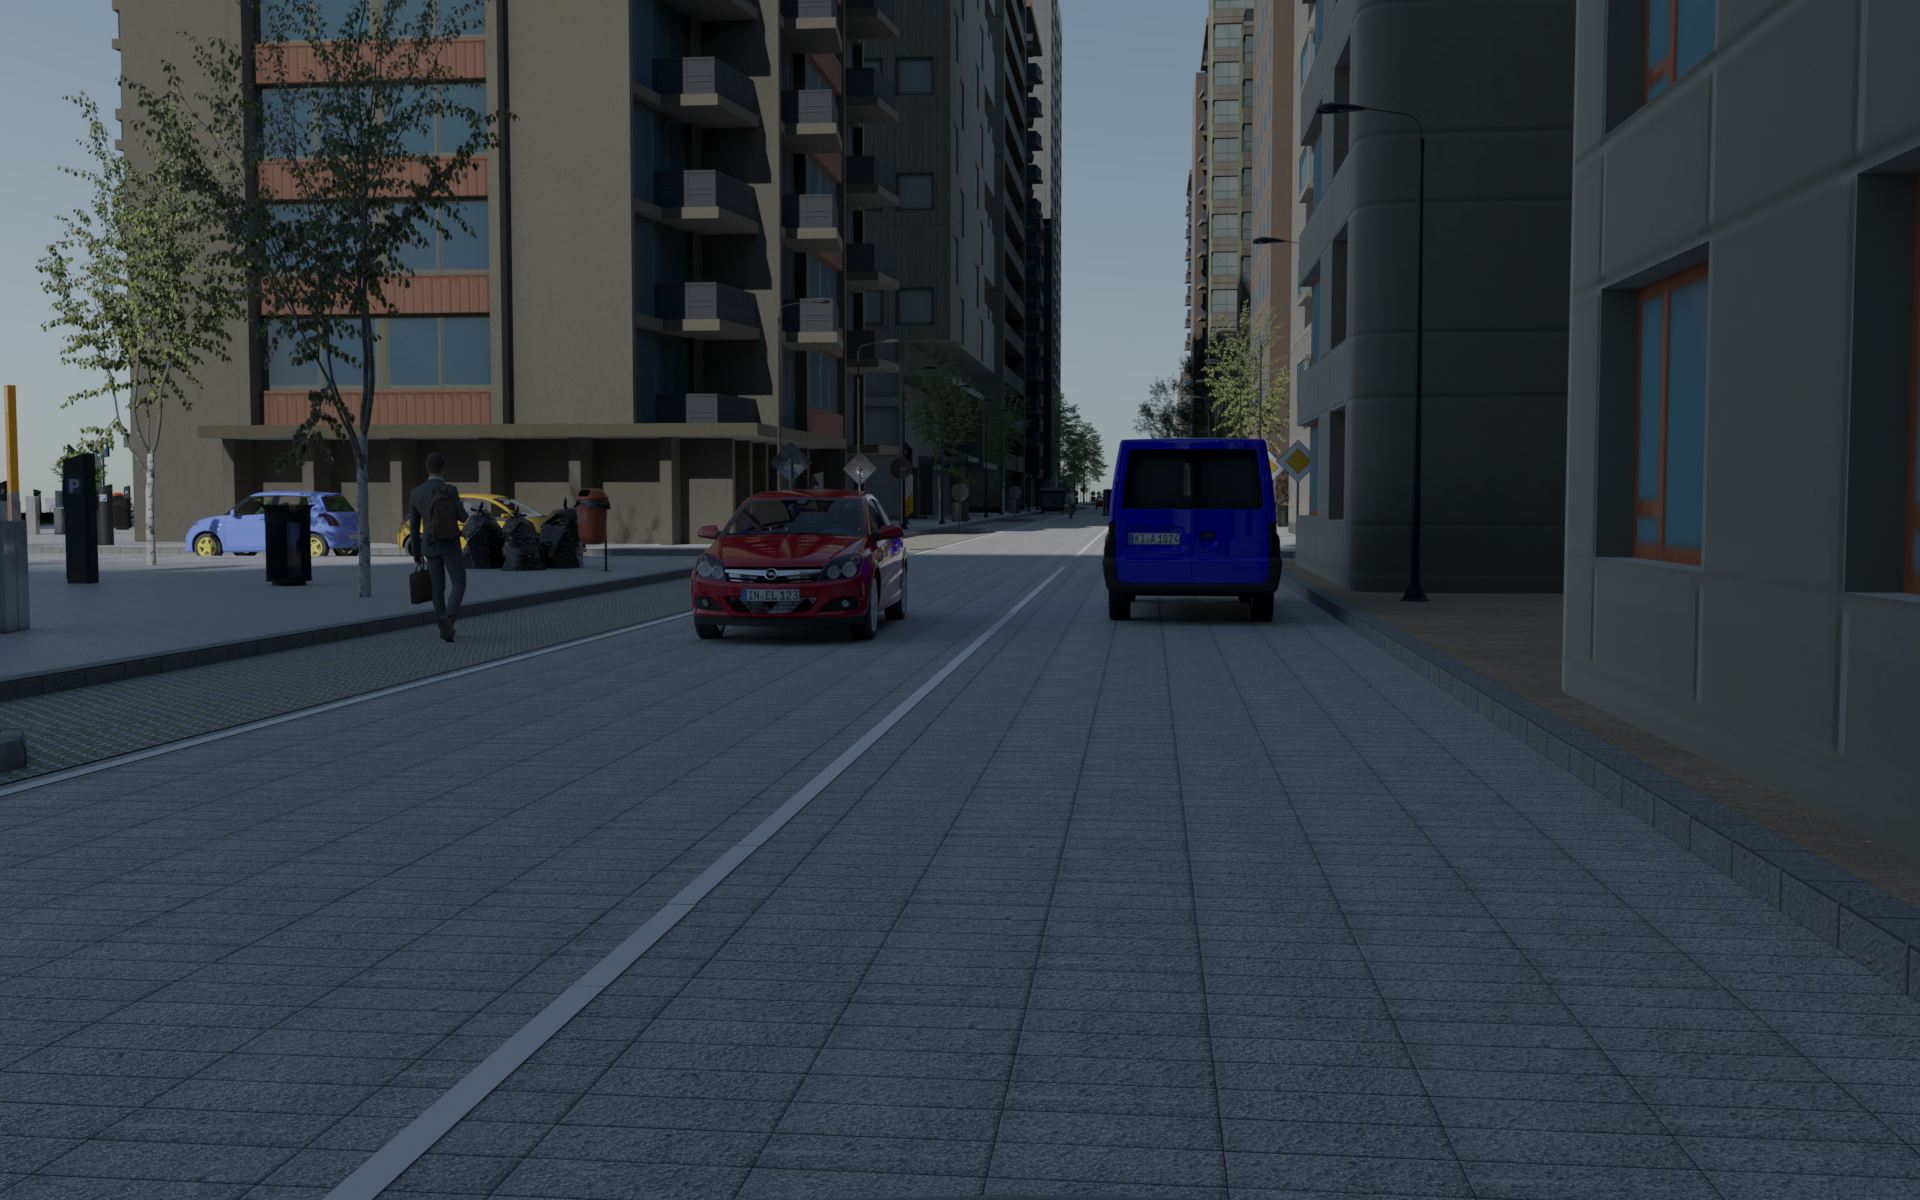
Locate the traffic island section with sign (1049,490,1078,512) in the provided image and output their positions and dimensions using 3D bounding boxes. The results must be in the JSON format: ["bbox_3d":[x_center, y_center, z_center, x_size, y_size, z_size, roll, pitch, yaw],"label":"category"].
[{"bbox_3d":[8.243,-8.016,139.697,1.989,1.847,2.006,0,4,6],"label":"traffic island section with sign"}]

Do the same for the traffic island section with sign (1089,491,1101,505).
[{"bbox_3d":[17.163,-13.069,222.300,1.989,1.847,2.006,0,4,6],"label":"traffic island section with sign"}]

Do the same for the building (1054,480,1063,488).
[{"bbox_3d":[-3.671,-31.898,213.415,32.217,40.220,23.993,0,4,6],"label":"building"}]

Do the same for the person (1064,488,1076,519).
[{"bbox_3d":[6.372,-5.610,100.706,0.782,1.767,0.515,-3,4,-37],"label":"person"}]

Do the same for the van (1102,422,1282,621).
[{"bbox_3d":[2.815,-1.032,21.256,2.240,2.365,5.245,0,4,7],"label":"van"}]

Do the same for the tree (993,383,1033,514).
[{"bbox_3d":[2.606,-9.932,112.756,4.737,8.622,4.395,0,3,0],"label":"tree"}]

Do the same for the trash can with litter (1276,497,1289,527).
[{"bbox_3d":[12.395,-3.437,67.584,1.055,1.170,0.624,0,4,2],"label":"trash can with litter"}]

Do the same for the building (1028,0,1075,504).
[{"bbox_3d":[6.659,-49.924,254.510,20.563,71.187,20.611,0,4,6],"label":"building"}]

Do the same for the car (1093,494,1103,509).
[{"bbox_3d":[14.019,-9.716,167.892,2.155,1.783,4.494,0,4,5],"label":"car"}]

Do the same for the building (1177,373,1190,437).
[{"bbox_3d":[46.426,-25.227,257.502,27.650,21.520,28.899,0,4,6],"label":"building"}]

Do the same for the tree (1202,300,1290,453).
[{"bbox_3d":[11.155,-7.114,66.682,4.737,8.622,4.395,0,3,0],"label":"tree"}]

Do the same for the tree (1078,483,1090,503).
[{"bbox_3d":[18.913,-16.391,262.596,1.663,3.219,1.824,0,3,0],"label":"tree"}]

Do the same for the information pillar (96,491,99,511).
[{"bbox_3d":[-44.160,-5.135,88.443,0.304,2.012,0.304,1,4,11],"label":"information pillar"}]

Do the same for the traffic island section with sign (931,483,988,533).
[{"bbox_3d":[0.013,-3.355,63.480,1.989,1.847,2.006,0,4,6],"label":"traffic island section with sign"}]

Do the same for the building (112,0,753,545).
[{"bbox_3d":[-13.996,-24.562,56.207,22.147,44.769,28.867,0,4,6],"label":"building"}]

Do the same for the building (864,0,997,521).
[{"bbox_3d":[-12.380,-30.978,95.726,28.713,52.752,27.495,0,4,6],"label":"building"}]

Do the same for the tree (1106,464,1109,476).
[{"bbox_3d":[19.700,-21.647,272.049,7.486,12.596,7.792,0,3,0],"label":"tree"}]

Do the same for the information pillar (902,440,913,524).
[{"bbox_3d":[-2.220,-5.002,73.131,0.504,3.616,0.183,3,4,38],"label":"information pillar"}]

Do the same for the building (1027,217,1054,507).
[{"bbox_3d":[2.100,-24.660,174.898,14.160,30.474,14.107,0,4,6],"label":"building"}]

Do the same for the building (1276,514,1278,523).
[{"bbox_3d":[21.001,-26.306,80.218,14.600,45.320,14.200,0,4,6],"label":"building"}]

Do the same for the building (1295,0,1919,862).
[{"bbox_3d":[18.291,-10.396,15.009,27.650,21.520,28.899,0,4,6],"label":"building"}]

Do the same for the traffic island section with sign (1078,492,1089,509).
[{"bbox_3d":[11.200,-9.692,167.085,1.989,1.847,2.006,0,4,6],"label":"traffic island section with sign"}]

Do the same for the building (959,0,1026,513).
[{"bbox_3d":[-6.523,-30.814,127.504,21.300,48.544,21.600,0,4,6],"label":"building"}]

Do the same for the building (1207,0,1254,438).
[{"bbox_3d":[24.688,-26.859,122.737,14.154,41.232,14.086,0,4,6],"label":"building"}]

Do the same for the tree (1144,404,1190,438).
[{"bbox_3d":[24.907,-16.593,197.050,9.928,11.665,9.643,0,3,0],"label":"tree"}]

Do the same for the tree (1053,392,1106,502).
[{"bbox_3d":[10.525,-16.798,192.766,7.486,12.596,7.792,0,3,0],"label":"tree"}]

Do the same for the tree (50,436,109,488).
[{"bbox_3d":[-29.345,-3.883,58.095,1.663,3.219,1.824,0,3,0],"label":"tree"}]

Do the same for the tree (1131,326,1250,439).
[{"bbox_3d":[13.742,-9.946,97.021,8.767,10.594,7.601,0,4,7],"label":"tree"}]

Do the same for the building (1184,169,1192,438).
[{"bbox_3d":[40.822,-35.093,228.399,22.147,44.769,28.867,0,4,6],"label":"building"}]

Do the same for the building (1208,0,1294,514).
[{"bbox_3d":[26.773,-29.810,137.507,14.600,45.320,14.200,0,4,6],"label":"building"}]

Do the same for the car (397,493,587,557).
[{"bbox_3d":[-10.109,-1.674,37.593,3.980,1.641,2.015,0,4,6],"label":"car"}]

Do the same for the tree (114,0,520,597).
[{"bbox_3d":[-7.664,-4.340,21.317,4.360,8.622,3.978,0,3,0],"label":"tree"}]

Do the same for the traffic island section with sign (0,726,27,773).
[{"bbox_3d":[-5.911,-0.001,8.642,1.989,1.847,2.006,0,4,6],"label":"traffic island section with sign"}]

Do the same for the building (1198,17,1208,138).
[{"bbox_3d":[33.027,-30.816,158.469,22.147,44.769,28.867,0,4,6],"label":"building"}]

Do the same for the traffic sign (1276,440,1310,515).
[{"bbox_3d":[6.253,-1.740,32.094,0.795,2.450,0.064,0,4,6],"label":"traffic sign"}]

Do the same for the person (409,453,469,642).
[{"bbox_3d":[-5.083,-0.516,16.899,0.622,1.834,0.822,0,4,1],"label":"person"}]

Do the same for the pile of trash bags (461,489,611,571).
[{"bbox_3d":[-7.103,-1.211,29.558,3.447,1.369,1.912,3,5,41],"label":"pile of trash bags"}]

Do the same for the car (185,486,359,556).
[{"bbox_3d":[-14.909,-1.717,37.666,3.694,1.707,1.945,0,4,7],"label":"car"}]

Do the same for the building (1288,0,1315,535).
[{"bbox_3d":[20.883,-26.112,50.638,21.600,48.544,21.300,0,4,6],"label":"building"}]

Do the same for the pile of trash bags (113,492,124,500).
[{"bbox_3d":[-43.421,-5.055,92.408,3.447,1.369,1.912,-3,5,-44],"label":"pile of trash bags"}]

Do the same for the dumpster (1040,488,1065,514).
[{"bbox_3d":[6.609,-7.043,123.367,1.865,1.857,1.264,0,4,5],"label":"dumpster"}]

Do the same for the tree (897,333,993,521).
[{"bbox_3d":[-0.871,-7.836,78.488,4.737,8.622,4.395,0,3,0],"label":"tree"}]

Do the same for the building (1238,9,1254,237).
[{"bbox_3d":[24.055,-20.481,106.572,14.160,30.474,14.107,0,4,6],"label":"building"}]

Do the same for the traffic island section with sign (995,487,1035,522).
[{"bbox_3d":[2.905,-4.994,90.280,1.989,1.847,2.006,0,4,6],"label":"traffic island section with sign"}]

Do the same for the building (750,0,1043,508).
[{"bbox_3d":[-4.145,-30.516,153.562,22.147,44.769,28.867,0,4,6],"label":"building"}]

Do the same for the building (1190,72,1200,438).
[{"bbox_3d":[31.186,-32.434,180.399,14.600,45.320,14.200,0,4,6],"label":"building"}]

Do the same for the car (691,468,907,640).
[{"bbox_3d":[-1.619,-0.575,18.440,2.155,1.783,4.494,0,4,4],"label":"car"}]

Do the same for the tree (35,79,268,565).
[{"bbox_3d":[-14.691,-4.949,31.271,4.737,8.622,4.395,0,3,0],"label":"tree"}]
